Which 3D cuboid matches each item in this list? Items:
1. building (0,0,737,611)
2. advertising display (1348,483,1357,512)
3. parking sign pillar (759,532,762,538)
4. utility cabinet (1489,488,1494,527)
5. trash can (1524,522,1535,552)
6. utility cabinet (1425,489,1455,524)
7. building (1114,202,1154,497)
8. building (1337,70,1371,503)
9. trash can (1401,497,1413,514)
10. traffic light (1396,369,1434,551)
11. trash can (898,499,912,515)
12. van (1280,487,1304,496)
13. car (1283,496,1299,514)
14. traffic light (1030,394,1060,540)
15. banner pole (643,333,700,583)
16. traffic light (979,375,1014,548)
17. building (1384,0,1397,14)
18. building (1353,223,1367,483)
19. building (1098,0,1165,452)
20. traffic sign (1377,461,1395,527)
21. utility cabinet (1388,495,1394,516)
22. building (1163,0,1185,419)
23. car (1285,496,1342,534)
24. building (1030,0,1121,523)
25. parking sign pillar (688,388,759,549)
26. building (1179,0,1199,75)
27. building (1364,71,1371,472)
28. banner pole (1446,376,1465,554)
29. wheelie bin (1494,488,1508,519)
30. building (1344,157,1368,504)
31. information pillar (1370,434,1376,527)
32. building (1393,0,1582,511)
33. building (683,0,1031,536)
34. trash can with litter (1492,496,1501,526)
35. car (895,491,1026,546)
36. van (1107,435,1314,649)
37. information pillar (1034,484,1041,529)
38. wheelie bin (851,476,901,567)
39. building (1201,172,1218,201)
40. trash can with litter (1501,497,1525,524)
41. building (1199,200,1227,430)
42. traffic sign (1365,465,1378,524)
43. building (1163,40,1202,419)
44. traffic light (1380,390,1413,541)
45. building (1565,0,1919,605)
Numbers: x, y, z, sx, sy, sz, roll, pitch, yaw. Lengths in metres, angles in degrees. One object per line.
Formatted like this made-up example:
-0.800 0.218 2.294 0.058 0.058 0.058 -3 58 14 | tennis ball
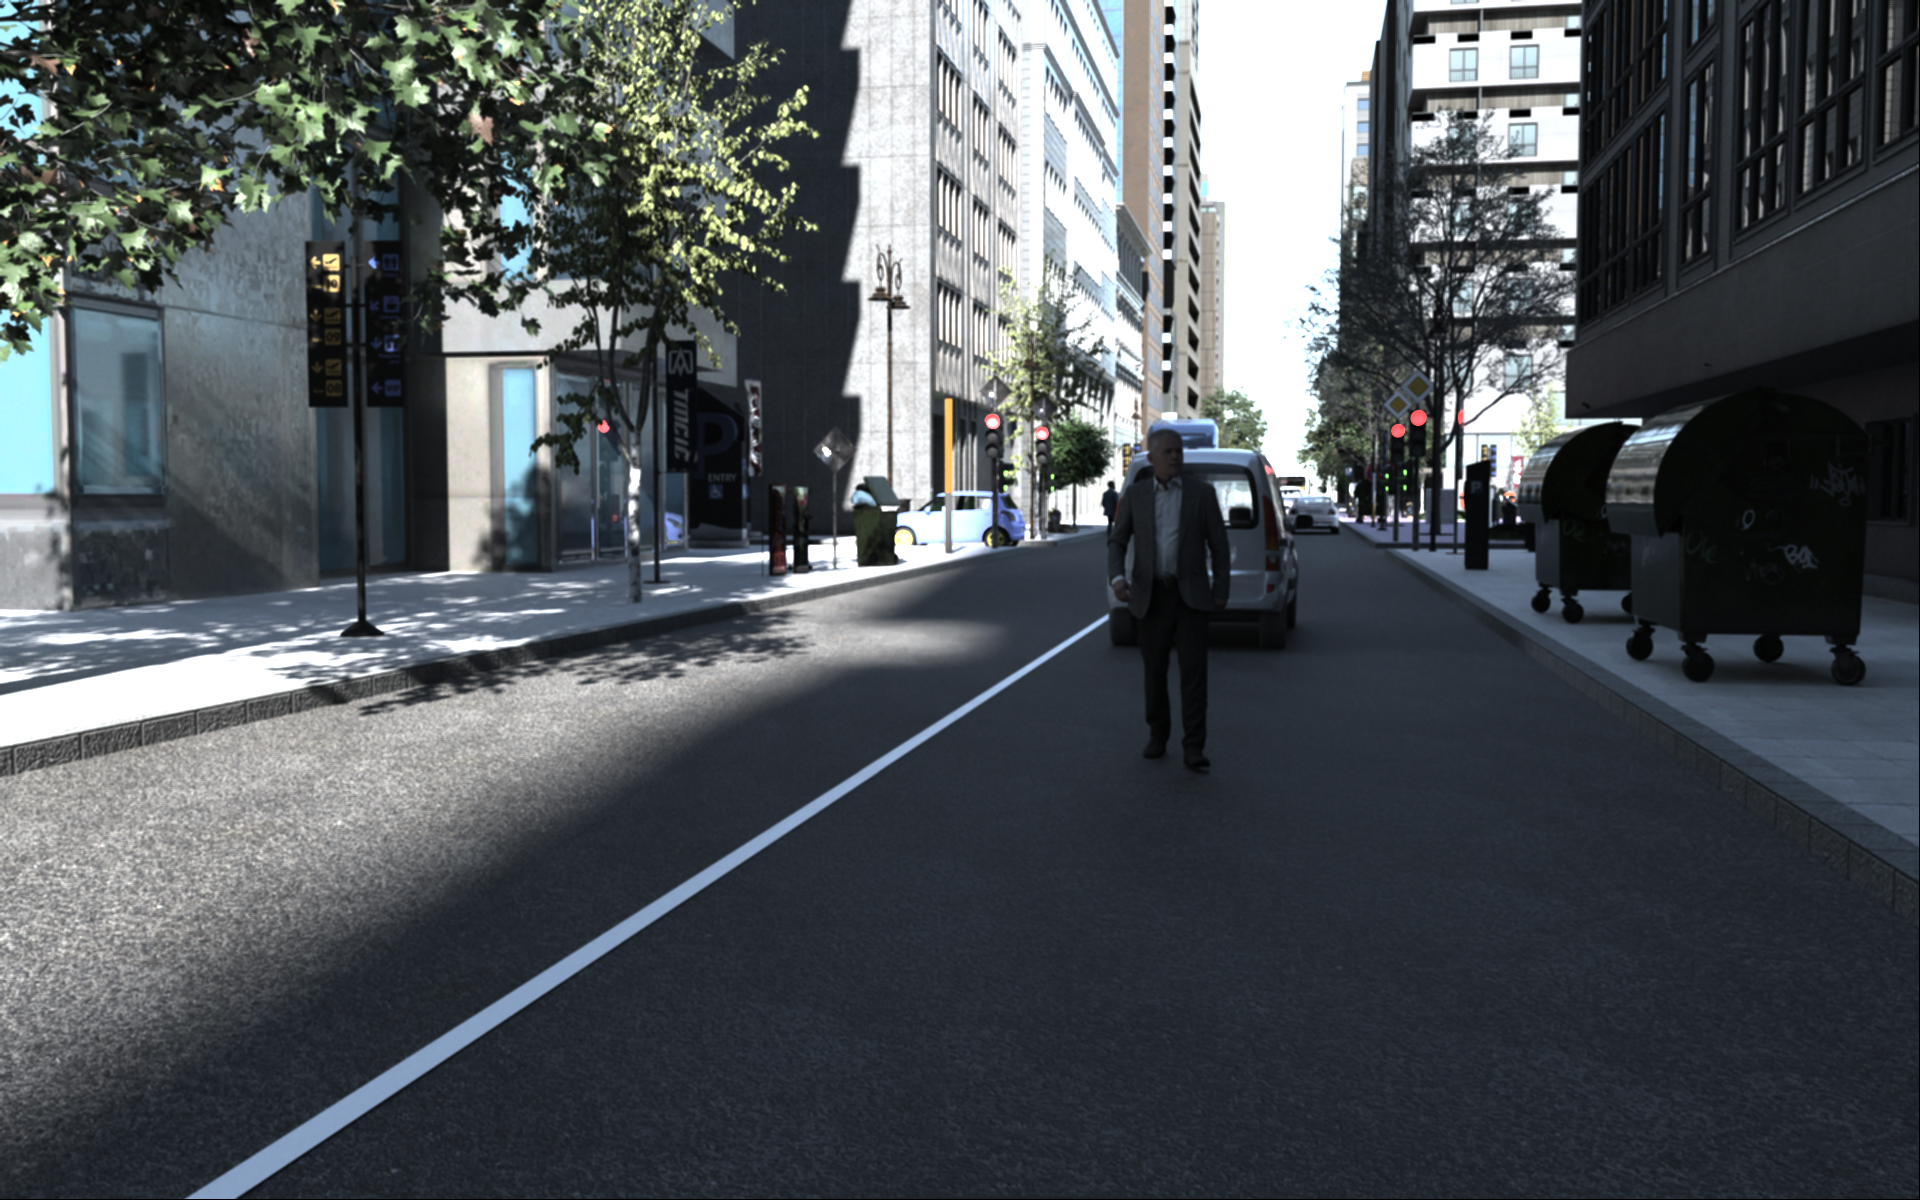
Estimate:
-20.294 -25.073 29.552 30.456 49.044 23.786 1 4 11 | building
22.117 -5.599 96.752 0.974 1.923 0.123 -1 4 -23 | advertising display
-6.478 -3.795 50.515 1.447 3.967 1.447 -1 4 -21 | parking sign pillar
19.555 -3.404 64.335 0.318 1.500 1.173 2 4 26 | utility cabinet
12.872 -1.641 38.491 0.748 1.137 0.748 0 3 0 | trash can
20.458 -3.984 73.821 1.173 1.500 0.318 1 4 11 | utility cabinet
5.819 -16.874 112.042 11.583 22.565 21.152 1 4 11 | building
64.657 -43.072 246.225 21.231 58.520 28.212 1 4 11 | building
25.219 -5.268 97.791 0.748 1.137 0.748 0 3 0 | trash can
10.279 -3.065 39.036 0.839 4.253 0.868 1 4 11 | traffic light
-1.712 -2.272 48.798 0.748 1.137 0.748 0 3 0 | trash can
18.890 -5.619 98.886 2.013 2.044 4.112 1 4 12 | van
14.724 -3.998 77.736 2.083 1.381 4.827 1 4 12 | car
2.370 -3.656 48.691 0.839 4.253 0.868 1 4 11 | traffic light
-4.152 -2.133 24.896 0.863 3.779 0.401 1 4 8 | banner pole
0.842 -3.176 40.853 0.839 4.253 0.868 1 4 11 | traffic light
44.309 -30.789 153.510 14.600 45.320 14.200 1 4 11 | building
48.873 -25.167 183.188 14.160 30.474 14.107 1 4 11 | building
7.945 -29.405 130.888 14.600 45.320 14.200 1 4 11 | building
16.378 -4.061 66.510 0.768 2.556 0.104 1 4 12 | traffic sign
24.849 -5.425 99.861 0.306 1.237 1.020 0 4 8 | utility cabinet
9.172 -51.358 152.373 22.319 86.520 31.000 1 4 11 | building
12.917 -3.120 63.370 2.083 1.381 4.827 1 4 11 | car
0.943 -18.922 86.863 11.434 29.767 29.804 1 4 11 | building
-5.758 -3.225 41.198 1.447 3.967 1.447 1 4 9 | parking sign pillar
21.693 -47.741 218.816 20.563 71.187 20.611 1 4 11 | building
46.684 -31.644 167.488 14.600 45.320 14.200 1 4 11 | building
10.580 -2.857 36.725 0.401 3.779 0.863 0 4 5 | banner pole
28.143 -5.022 90.018 0.693 1.594 0.980 0 4 1 | wheelie bin
54.693 -32.302 211.724 14.154 41.232 14.086 1 4 11 | building
16.129 -4.656 67.472 0.183 3.616 0.504 1 4 18 | information pillar
47.413 -33.163 131.451 28.713 52.752 27.495 1 4 11 | building
-4.894 -14.975 62.860 12.078 24.808 19.932 1 4 11 | building
18.545 -2.950 59.297 1.678 1.210 2.233 2 4 30 | trash can with litter
-0.181 -2.120 44.260 3.694 1.707 1.945 1 4 12 | car
2.542 -0.645 17.561 2.013 2.044 4.112 1 4 13 | van
2.722 -3.525 62.119 0.304 2.012 0.304 -1 4 -13 | information pillar
-1.524 -1.397 30.752 0.693 1.594 0.980 2 4 33 | wheelie bin
27.995 -39.093 258.773 23.786 49.044 30.456 1 4 11 | building
19.818 -3.075 61.664 1.055 1.170 0.624 2 4 34 | trash can with litter
28.784 -33.786 235.993 14.154 41.232 14.086 1 4 11 | building
17.872 -4.563 74.705 0.768 2.556 0.104 1 4 19 | traffic sign
13.770 -34.071 180.757 21.300 48.544 21.600 1 4 11 | building
11.808 -3.545 46.874 0.839 4.253 0.868 1 4 11 | traffic light
17.046 -13.977 22.030 14.314 27.812 24.014 1 4 11 | building
